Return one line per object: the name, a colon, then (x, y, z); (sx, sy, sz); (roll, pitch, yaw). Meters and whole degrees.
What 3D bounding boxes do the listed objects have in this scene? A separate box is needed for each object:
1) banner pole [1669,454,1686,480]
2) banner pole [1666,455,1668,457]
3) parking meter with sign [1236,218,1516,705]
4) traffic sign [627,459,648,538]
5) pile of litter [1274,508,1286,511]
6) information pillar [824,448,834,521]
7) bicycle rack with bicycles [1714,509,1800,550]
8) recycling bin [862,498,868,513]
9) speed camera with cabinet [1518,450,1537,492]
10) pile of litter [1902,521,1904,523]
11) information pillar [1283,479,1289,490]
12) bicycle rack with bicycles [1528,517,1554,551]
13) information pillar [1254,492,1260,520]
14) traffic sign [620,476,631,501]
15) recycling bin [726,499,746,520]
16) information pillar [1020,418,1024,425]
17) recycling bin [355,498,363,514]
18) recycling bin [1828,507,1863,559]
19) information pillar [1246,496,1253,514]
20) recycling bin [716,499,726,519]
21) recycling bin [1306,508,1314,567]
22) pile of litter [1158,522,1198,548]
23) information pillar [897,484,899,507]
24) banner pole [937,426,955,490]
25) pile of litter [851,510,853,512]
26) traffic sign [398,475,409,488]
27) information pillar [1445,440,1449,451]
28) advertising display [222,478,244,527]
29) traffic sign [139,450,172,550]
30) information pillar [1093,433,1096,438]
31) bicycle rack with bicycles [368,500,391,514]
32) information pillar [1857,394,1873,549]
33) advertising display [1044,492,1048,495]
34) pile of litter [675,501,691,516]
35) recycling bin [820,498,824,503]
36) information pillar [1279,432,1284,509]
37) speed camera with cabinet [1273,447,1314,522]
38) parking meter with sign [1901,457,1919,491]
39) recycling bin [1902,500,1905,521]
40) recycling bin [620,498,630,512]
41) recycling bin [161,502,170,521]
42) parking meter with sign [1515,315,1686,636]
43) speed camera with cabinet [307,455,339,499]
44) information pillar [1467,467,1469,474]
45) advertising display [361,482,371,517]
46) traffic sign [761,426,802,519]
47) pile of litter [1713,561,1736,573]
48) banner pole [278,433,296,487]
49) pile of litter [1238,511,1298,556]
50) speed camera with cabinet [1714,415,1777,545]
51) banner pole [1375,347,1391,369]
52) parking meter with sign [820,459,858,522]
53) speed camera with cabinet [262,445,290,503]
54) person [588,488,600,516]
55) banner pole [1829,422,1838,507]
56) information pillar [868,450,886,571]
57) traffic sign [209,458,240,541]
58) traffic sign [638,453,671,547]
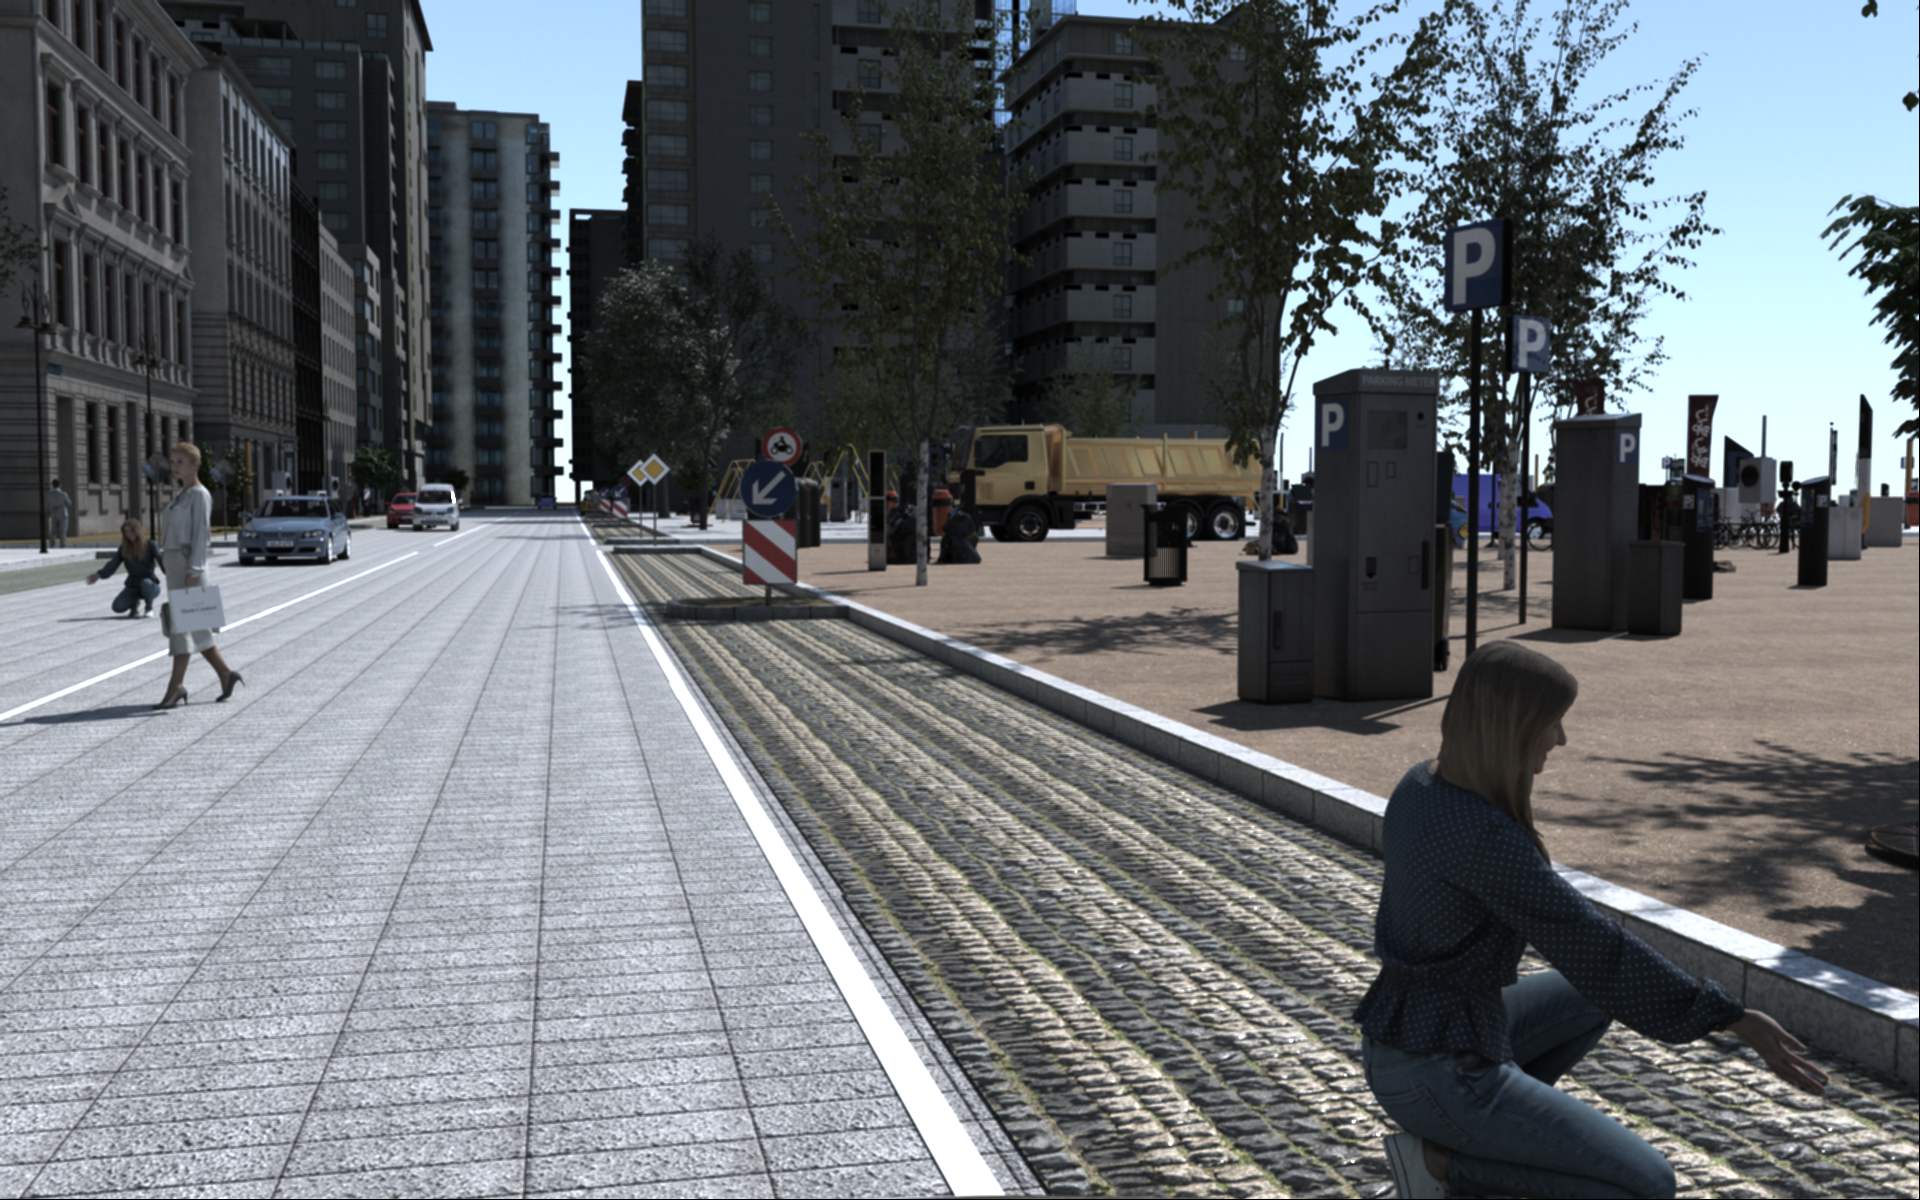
banner pole: (44.491, -7.174, 107.304); (0.401, 3.779, 0.863); (-3, 5, -42)
banner pole: (45.731, -7.430, 111.494); (0.863, 3.779, 0.401); (2, 4, 29)
parking meter with sign: (2.586, -0.895, 10.888); (1.738, 3.016, 0.543); (-2, 4, -25)
traffic sign: (-9.239, -2.841, 50.087); (0.795, 2.450, 0.064); (-1, 4, -13)
pile of litter: (10.403, -2.570, 55.983); (1.719, 0.858, 1.176); (2, 4, 35)
information pillar: (-6.194, -5.557, 82.208); (0.504, 3.616, 0.183); (0, 4, 2)
bicycle rack with bicycles: (18.602, -1.682, 40.880); (2.925, 0.926, 2.852); (0, 4, 1)
recycling bin: (-6.319, -6.517, 119.106); (0.722, 1.027, 0.722); (-2, 4, -28)
speed camera with cabinet: (25.663, -5.096, 77.656); (0.660, 3.252, 2.038); (-1, 4, -11)
pile of litter: (41.952, -3.777, 75.713); (1.176, 0.858, 1.719); (-1, 4, -12)
information pillar: (16.346, -5.036, 86.838); (0.304, 2.012, 0.304); (1, 4, 9)
bicycle rack with bicycles: (14.678, -1.573, 39.095); (2.925, 0.926, 2.852); (3, 5, 41)
information pillar: (14.860, -5.015, 86.484); (0.304, 2.012, 0.304); (1, 4, 22)
traffic sign: (-23.466, -7.421, 121.447); (0.768, 2.556, 0.104); (0, 4, -7)
recycling bin: (-10.886, -4.415, 84.744); (0.722, 1.027, 0.722); (-1, 4, -19)
information pillar: (1.925, -3.806, 53.576); (0.183, 3.616, 0.504); (1, 4, 10)
recycling bin: (-37.805, -5.905, 109.105); (0.722, 1.027, 0.722); (-3, 4, -36)
recycling bin: (17.334, -1.330, 34.295); (0.722, 1.027, 0.722); (0, 4, 1)
information pillar: (18.371, -7.241, 109.741); (0.504, 3.616, 0.183); (2, 4, 27)
recycling bin: (-11.968, -4.633, 88.307); (0.722, 1.027, 0.722); (2, 4, 31)
recycling bin: (5.636, -0.809, 25.787); (0.722, 1.027, 0.722); (3, 5, 39)
pile of litter: (4.837, -1.701, 41.778); (1.719, 0.858, 1.176); (2, 4, 24)
information pillar: (-3.690, -6.322, 107.863); (0.304, 2.012, 0.304); (3, 5, 43)
banner pole: (-0.565, -4.513, 63.799); (0.863, 3.779, 0.401); (0, 4, 7)
pile of litter: (-8.236, -6.769, 124.633); (1.176, 0.858, 1.719); (1, 4, 21)
traffic sign: (-38.666, -7.353, 120.222); (0.884, 2.594, 0.081); (0, 4, -8)
information pillar: (21.144, -5.120, 75.068); (0.183, 3.616, 0.504); (3, 5, 45)
advertising display: (-28.369, -3.816, 67.603); (0.974, 1.923, 0.123); (1, 4, 22)
traffic sign: (-18.427, -2.213, 39.826); (0.795, 2.450, 0.064); (-1, 4, -13)
information pillar: (5.253, -4.636, 67.156); (0.183, 3.616, 0.504); (1, 4, 16)
bicycle rack with bicycles: (-38.059, -6.141, 113.780); (2.852, 0.926, 2.925); (-1, 4, -17)
information pillar: (21.079, -2.999, 40.383); (0.183, 3.616, 0.504); (0, 4, 2)
advertising display: (3.670, -3.750, 66.518); (0.974, 1.923, 0.123); (-1, 4, -22)
pile of litter: (-16.224, -5.467, 103.353); (1.719, 0.858, 1.176); (-2, 4, -26)
recycling bin: (-8.648, -5.804, 107.447); (0.722, 1.027, 0.722); (-1, 4, -10)
information pillar: (12.162, -4.536, 65.523); (0.183, 3.616, 0.504); (1, 4, 15)
speed camera with cabinet: (13.972, -4.789, 72.628); (2.038, 3.252, 0.660); (1, 4, 18)
parking meter with sign: (44.316, -5.163, 80.676); (0.543, 3.016, 1.738); (1, 4, 15)
recycling bin: (42.636, -3.975, 77.553); (0.722, 1.027, 0.722); (-1, 4, -13)
recycling bin: (-23.664, -6.712, 122.297); (0.722, 1.027, 0.722); (-1, 4, -11)
recycling bin: (-24.994, -2.620, 55.390); (0.722, 1.027, 0.722); (1, 4, 16)
parking meter with sign: (6.013, -1.230, 16.373); (0.543, 3.016, 1.738); (-2, 4, -32)
speed camera with cabinet: (-32.345, -5.726, 87.961); (0.660, 3.252, 2.038); (1, 4, 11)
information pillar: (38.039, -8.425, 129.103); (0.504, 3.616, 0.183); (0, 4, -5)
advertising display: (-33.118, -5.588, 96.570); (0.123, 1.923, 0.974); (0, 4, 3)
traffic sign: (-3.363, -1.997, 32.753); (0.768, 2.556, 0.104); (0, 4, -5)
pile of litter: (12.363, -0.924, 29.077); (1.176, 0.858, 1.719); (1, 4, 12)
banner pole: (-27.528, -4.938, 70.752); (0.401, 3.779, 0.863); (3, 5, 41)
pile of litter: (6.525, -1.400, 36.847); (1.719, 0.858, 1.176); (-3, 4, -36)
speed camera with cabinet: (19.690, -3.037, 43.993); (0.660, 3.252, 2.038); (-2, 4, -24)
banner pole: (7.279, -2.439, 29.894); (0.401, 3.779, 0.863); (0, 4, -4)
parking meter with sign: (-5.558, -5.069, 79.145); (1.738, 3.016, 0.543); (0, 4, 8)
speed camera with cabinet: (-27.089, -4.545, 68.639); (0.660, 3.252, 2.038); (0, 4, -6)
person: (-22.889, -6.104, 108.422); (0.709, 1.813, 0.853); (-3, 5, -40)
banner pole: (30.141, -4.271, 59.841); (0.401, 3.779, 0.863); (1, 4, 10)
information pillar: (-1.387, -1.496, 28.958); (0.304, 2.012, 0.304); (0, 4, -4)
traffic sign: (-20.206, -2.689, 47.611); (0.795, 2.450, 0.064); (-1, 4, -13)
traffic sign: (-7.460, -2.364, 42.302); (0.795, 2.450, 0.064); (-1, 4, -13)
